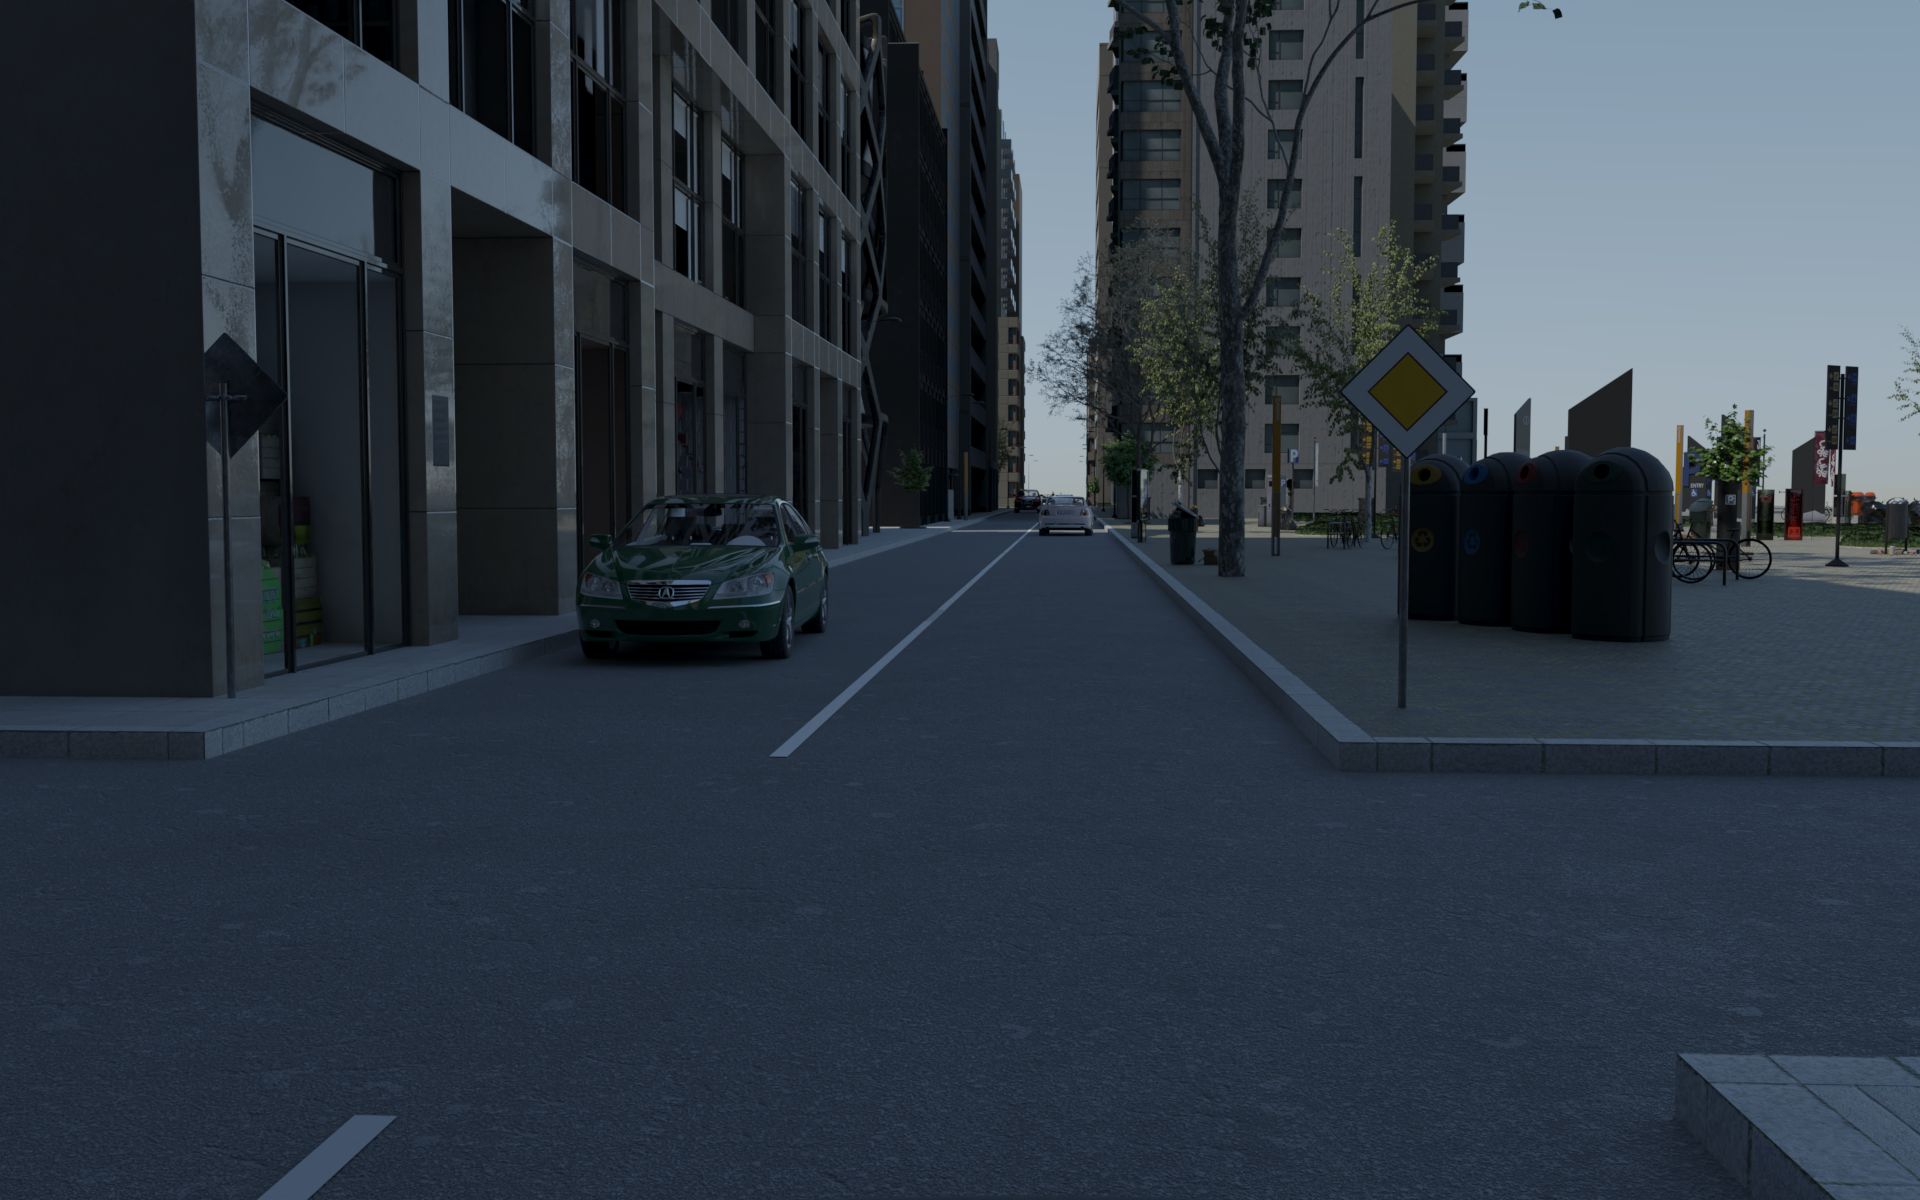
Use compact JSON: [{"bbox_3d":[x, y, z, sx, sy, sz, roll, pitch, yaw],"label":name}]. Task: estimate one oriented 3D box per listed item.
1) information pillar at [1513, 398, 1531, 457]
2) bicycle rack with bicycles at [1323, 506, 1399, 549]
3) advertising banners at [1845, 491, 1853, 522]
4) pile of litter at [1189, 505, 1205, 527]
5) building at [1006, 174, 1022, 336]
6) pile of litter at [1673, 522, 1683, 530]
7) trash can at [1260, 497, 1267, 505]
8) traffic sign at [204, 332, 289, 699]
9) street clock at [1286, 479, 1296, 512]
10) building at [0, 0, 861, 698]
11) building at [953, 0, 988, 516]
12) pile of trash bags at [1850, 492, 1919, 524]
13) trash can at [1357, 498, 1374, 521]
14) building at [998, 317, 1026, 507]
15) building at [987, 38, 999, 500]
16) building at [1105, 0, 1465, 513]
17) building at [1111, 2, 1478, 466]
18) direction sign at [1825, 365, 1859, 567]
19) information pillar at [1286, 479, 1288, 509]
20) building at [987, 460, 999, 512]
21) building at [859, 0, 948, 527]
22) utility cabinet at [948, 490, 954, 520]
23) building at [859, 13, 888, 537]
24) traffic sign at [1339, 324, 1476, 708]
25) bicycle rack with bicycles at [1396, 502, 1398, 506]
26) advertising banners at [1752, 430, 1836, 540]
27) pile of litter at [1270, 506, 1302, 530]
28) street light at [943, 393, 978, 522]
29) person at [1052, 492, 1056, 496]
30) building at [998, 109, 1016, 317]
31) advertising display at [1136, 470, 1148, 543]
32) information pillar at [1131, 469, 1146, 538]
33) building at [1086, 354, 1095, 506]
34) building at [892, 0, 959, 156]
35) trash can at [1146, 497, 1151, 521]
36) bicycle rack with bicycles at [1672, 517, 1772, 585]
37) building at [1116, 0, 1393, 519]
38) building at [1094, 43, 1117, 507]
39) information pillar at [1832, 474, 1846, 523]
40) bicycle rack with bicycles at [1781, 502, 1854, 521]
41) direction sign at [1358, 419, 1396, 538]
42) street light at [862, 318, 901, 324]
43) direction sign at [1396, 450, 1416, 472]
[{"bbox_3d":[13.663,-3.105,42.120,0.504,3.616,0.183,-2,4,-26],"label":"information pillar"},{"bbox_3d":[9.678,-1.684,40.923,2.852,0.926,2.925,2,4,34],"label":"bicycle rack with bicycles"},{"bbox_3d":[32.600,-4.155,64.119,0.090,3.025,2.074,0,4,6],"label":"advertising banners"},{"bbox_3d":[8.915,-3.303,67.961,1.719,0.858,1.176,-2,4,-29],"label":"pile of litter"},{"bbox_3d":[1.368,-35.853,236.308,14.600,45.320,14.200,0,4,4],"label":"building"},{"bbox_3d":[24.345,-2.822,60.107,1.719,0.858,1.176,0,4,4],"label":"pile of litter"},{"bbox_3d":[14.840,-4.406,83.695,0.748,1.137,0.748,0,3,0],"label":"trash can"},{"bbox_3d":[-4.575,-0.439,10.821,0.795,2.450,0.064,0,4,4],"label":"traffic sign"},{"bbox_3d":[15.744,-4.762,82.425,0.471,2.002,0.358,2,4,27],"label":"street clock"},{"bbox_3d":[-13.211,-13.647,27.649,19.350,26.468,34.151,0,4,4],"label":"building"},{"bbox_3d":[-9.372,-29.863,111.962,21.300,48.544,21.600,0,4,4],"label":"building"},{"bbox_3d":[39.476,-3.949,74.320,1.912,1.369,3.447,1,4,10],"label":"pile of trash bags"},{"bbox_3d":[15.479,-3.319,65.918,0.748,1.137,0.748,0,3,0],"label":"trash can"},{"bbox_3d":[-7.222,-20.766,184.563,27.650,21.520,28.899,0,4,4],"label":"building"},{"bbox_3d":[-3.905,-28.607,151.320,14.154,41.232,14.086,0,4,4],"label":"building"},{"bbox_3d":[21.147,-28.297,117.278,22.147,44.769,28.867,0,4,4],"label":"building"},{"bbox_3d":[26.578,-34.044,145.864,28.713,52.752,27.495,0,4,4],"label":"building"},{"bbox_3d":[15.562,-2.363,30.628,0.876,3.537,0.379,-2,4,-31],"label":"direction sign"},{"bbox_3d":[15.526,-4.806,83.066,0.304,2.012,0.304,2,4,29],"label":"information pillar"},{"bbox_3d":[-7.408,-42.471,132.656,20.563,71.187,20.611,0,4,4],"label":"building"},{"bbox_3d":[-7.223,-15.008,75.051,12.332,23.373,15.834,0,4,4],"label":"building"},{"bbox_3d":[-0.643,-4.627,84.336,0.318,1.500,1.173,-1,4,-21],"label":"utility cabinet"},{"bbox_3d":[-10.802,-11.379,53.499,16.820,18.784,16.811,0,4,4],"label":"building"},{"bbox_3d":[2.653,-0.410,10.342,0.795,2.450,0.064,0,4,4],"label":"traffic sign"},{"bbox_3d":[19.409,-3.734,74.440,2.925,0.926,2.852,0,4,-2],"label":"bicycle rack with bicycles"},{"bbox_3d":[23.016,-3.158,47.817,2.074,3.025,0.090,0,4,7],"label":"advertising banners"},{"bbox_3d":[11.756,-2.917,61.659,1.176,0.858,1.719,-1,4,-12],"label":"pile of litter"},{"bbox_3d":[-0.059,-6.571,79.982,1.470,5.913,1.316,0,4,4],"label":"street light"},{"bbox_3d":[13.030,-14.346,243.067,1.348,1.822,0.705,-2,4,-30],"label":"person"},{"bbox_3d":[-4.528,-36.307,213.234,23.786,49.044,30.456,0,4,4],"label":"building"},{"bbox_3d":[4.827,-2.488,45.892,0.123,1.923,0.974,1,4,18],"label":"advertising display"},{"bbox_3d":[5.163,-2.794,50.171,0.304,2.012,0.304,-2,4,-35],"label":"information pillar"},{"bbox_3d":[28.938,-22.028,205.195,27.650,21.520,28.899,0,4,4],"label":"building"},{"bbox_3d":[-7.368,-27.109,93.335,14.600,45.320,14.200,0,4,4],"label":"building"},{"bbox_3d":[8.687,-4.296,81.892,0.748,1.137,0.748,0,3,0],"label":"trash can"},{"bbox_3d":[10.338,-0.754,25.703,2.925,0.926,2.852,2,4,31],"label":"bicycle rack with bicycles"},{"bbox_3d":[15.796,-19.869,96.563,14.160,30.474,14.107,0,4,4],"label":"building"},{"bbox_3d":[24.820,-33.973,179.154,21.300,48.544,21.600,0,4,4],"label":"building"},{"bbox_3d":[31.445,-3.514,61.951,0.304,2.012,0.304,-2,4,-28],"label":"information pillar"},{"bbox_3d":[40.018,-4.146,81.170,2.925,0.926,2.852,3,5,40],"label":"bicycle rack with bicycles"},{"bbox_3d":[12.080,-3.571,50.383,0.876,3.537,0.379,3,5,39],"label":"direction sign"},{"bbox_3d":[-2.249,-4.477,45.741,1.470,5.913,1.316,0,4,4],"label":"street light"},{"bbox_3d":[15.450,-4.177,60.283,0.876,3.537,0.379,3,5,41],"label":"direction sign"}]
